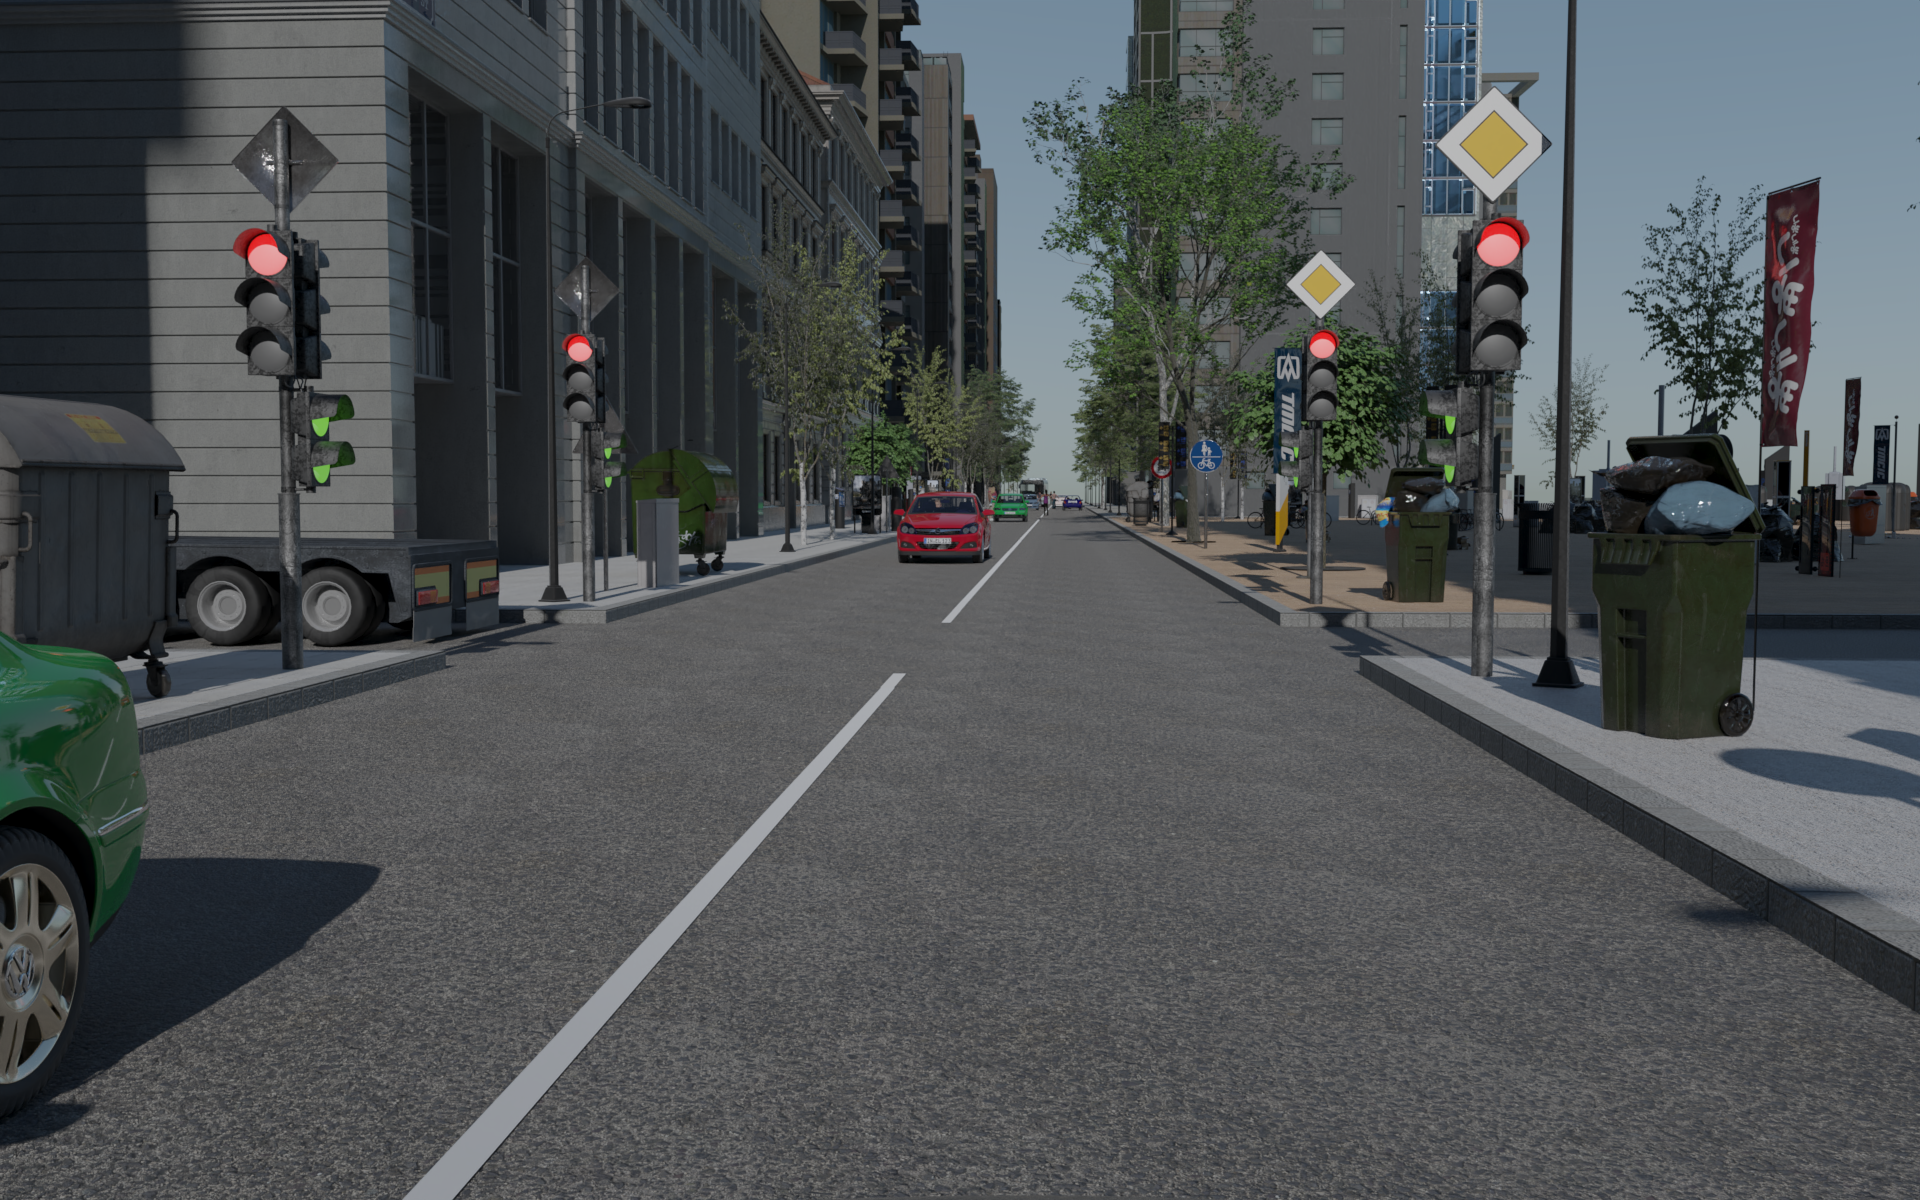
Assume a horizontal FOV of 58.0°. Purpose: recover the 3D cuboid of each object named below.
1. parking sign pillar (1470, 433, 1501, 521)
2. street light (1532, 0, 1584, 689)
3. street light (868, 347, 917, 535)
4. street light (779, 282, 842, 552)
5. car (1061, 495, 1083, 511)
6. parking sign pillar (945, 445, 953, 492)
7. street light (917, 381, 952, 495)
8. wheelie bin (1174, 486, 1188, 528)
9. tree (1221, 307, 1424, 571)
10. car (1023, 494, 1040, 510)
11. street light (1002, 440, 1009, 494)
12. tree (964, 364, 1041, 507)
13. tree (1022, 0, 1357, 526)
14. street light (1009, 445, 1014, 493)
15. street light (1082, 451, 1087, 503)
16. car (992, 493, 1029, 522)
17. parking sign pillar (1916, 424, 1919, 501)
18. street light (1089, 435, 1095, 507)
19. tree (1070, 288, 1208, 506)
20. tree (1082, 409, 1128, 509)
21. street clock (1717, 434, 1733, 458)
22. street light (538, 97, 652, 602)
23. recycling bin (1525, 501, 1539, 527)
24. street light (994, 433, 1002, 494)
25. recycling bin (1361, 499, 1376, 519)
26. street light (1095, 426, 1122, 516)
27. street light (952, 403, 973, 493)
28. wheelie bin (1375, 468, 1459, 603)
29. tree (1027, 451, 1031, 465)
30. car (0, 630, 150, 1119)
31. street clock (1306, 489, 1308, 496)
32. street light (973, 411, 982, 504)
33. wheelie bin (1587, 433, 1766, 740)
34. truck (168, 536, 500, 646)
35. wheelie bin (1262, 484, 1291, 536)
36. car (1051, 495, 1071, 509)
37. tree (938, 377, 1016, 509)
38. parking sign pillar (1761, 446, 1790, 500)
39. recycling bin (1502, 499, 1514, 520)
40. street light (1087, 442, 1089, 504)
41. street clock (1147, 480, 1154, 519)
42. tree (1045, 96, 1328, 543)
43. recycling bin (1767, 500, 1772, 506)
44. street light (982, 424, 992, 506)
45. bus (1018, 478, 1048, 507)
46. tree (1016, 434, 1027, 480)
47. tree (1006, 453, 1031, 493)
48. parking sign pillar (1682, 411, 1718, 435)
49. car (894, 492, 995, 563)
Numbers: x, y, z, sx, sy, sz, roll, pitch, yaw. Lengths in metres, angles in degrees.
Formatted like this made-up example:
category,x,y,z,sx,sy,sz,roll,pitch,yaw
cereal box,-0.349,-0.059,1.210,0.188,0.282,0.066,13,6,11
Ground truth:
category,x,y,z,sx,sy,sz,roll,pitch,yaw
parking sign pillar,23.197,-5.384,76.504,1.447,3.967,1.447,-1,4,-20
street light,3.462,-2.380,11.447,1.470,5.913,1.316,0,4,3
street light,-2.235,-5.034,54.850,1.470,5.913,1.316,0,4,3
street light,-3.273,-4.010,38.098,1.470,5.913,1.316,0,4,3
car,9.818,-8.494,151.458,1.945,1.354,3.894,0,4,3
parking sign pillar,-0.617,-6.464,94.154,1.447,3.967,1.447,0,4,2
street light,-1.225,-6.059,71.603,1.470,5.913,1.316,0,4,3
wheelie bin,8.571,-3.558,66.088,0.980,1.594,0.693,-2,4,-35
tree,6.249,-2.789,29.320,4.285,4.588,4.351,0,3,0
car,6.166,-8.722,154.604,2.014,1.417,4.499,0,4,2
street light,3.193,-10.719,147.796,1.470,5.913,1.316,0,4,3
tree,2.879,-16.159,170.857,9.857,13.997,8.962,0,3,0
tree,8.609,-12.948,67.581,12.611,20.169,13.585,0,3,0
street light,4.261,-11.749,164.638,1.470,5.913,1.316,0,4,3
street light,11.823,-11.085,153.779,1.470,5.913,1.316,0,4,3
car,2.635,-4.977,90.165,1.959,1.807,4.718,0,4,3
parking sign pillar,37.275,-4.783,66.679,1.447,3.967,1.447,-3,5,-44
street light,9.879,-9.013,119.909,1.470,5.913,1.316,0,4,3
tree,9.995,-10.869,95.834,7.486,12.596,7.792,0,3,0
tree,12.051,-11.921,145.278,4.360,8.622,3.978,0,3,0
street clock,9.084,-1.002,20.947,0.358,2.002,0.471,-1,4,-13
street light,-4.304,-2.931,20.460,1.470,5.913,1.316,0,4,3
recycling bin,22.138,-3.356,67.423,0.722,1.027,0.722,1,4,19
street light,2.220,-9.694,131.041,1.470,5.913,1.316,0,4,3
recycling bin,21.422,-4.787,90.820,0.722,1.027,0.722,1,4,13
street light,8.924,-7.974,102.915,1.470,5.913,1.316,0,4,3
street light,-0.248,-7.090,88.469,1.470,5.913,1.316,0,4,3
wheelie bin,5.469,-0.778,20.621,0.980,1.594,0.693,0,4,-4
tree,6.294,-15.735,207.633,4.360,8.622,3.978,0,3,0
car,-3.081,0.377,2.638,1.959,1.807,4.718,0,4,2
street clock,16.646,-4.770,82.567,0.358,2.002,0.471,1,4,20
street light,0.319,-7.644,97.527,1.470,5.913,1.316,0,4,3
wheelie bin,3.822,-0.084,9.274,0.693,1.594,0.980,-2,4,-24
truck,-14.320,-1.713,17.775,18.799,4.110,2.967,0,4,4
wheelie bin,9.722,-2.785,53.436,0.980,1.594,0.693,-2,4,-33
car,9.860,-9.518,167.985,2.083,1.381,4.827,0,4,3
tree,0.462,-9.746,109.708,4.360,8.622,3.978,0,3,0
parking sign pillar,42.951,-6.288,91.273,1.447,3.967,1.447,0,4,-3
recycling bin,27.564,-4.521,86.473,0.722,1.027,0.722,3,5,39
street light,10.991,-10.059,137.000,1.470,5.913,1.316,0,4,3
street clock,9.734,-5.127,88.394,0.471,2.002,0.358,2,4,25
tree,6.079,-7.326,45.534,9.928,11.665,9.643,0,3,0
recycling bin,36.197,-4.009,78.106,0.722,1.027,0.722,-2,4,-33
street light,1.162,-8.670,114.290,1.470,5.913,1.316,0,4,3
bus,8.259,-12.045,191.800,2.948,3.499,13.247,0,4,5
tree,2.246,-11.493,138.265,4.360,8.622,3.978,0,3,0
tree,7.986,-17.958,243.971,4.737,8.622,4.395,0,3,0
parking sign pillar,23.458,-4.087,55.295,1.447,3.967,1.447,-1,4,-13
car,-0.303,-1.726,37.261,2.155,1.783,4.494,0,4,4
